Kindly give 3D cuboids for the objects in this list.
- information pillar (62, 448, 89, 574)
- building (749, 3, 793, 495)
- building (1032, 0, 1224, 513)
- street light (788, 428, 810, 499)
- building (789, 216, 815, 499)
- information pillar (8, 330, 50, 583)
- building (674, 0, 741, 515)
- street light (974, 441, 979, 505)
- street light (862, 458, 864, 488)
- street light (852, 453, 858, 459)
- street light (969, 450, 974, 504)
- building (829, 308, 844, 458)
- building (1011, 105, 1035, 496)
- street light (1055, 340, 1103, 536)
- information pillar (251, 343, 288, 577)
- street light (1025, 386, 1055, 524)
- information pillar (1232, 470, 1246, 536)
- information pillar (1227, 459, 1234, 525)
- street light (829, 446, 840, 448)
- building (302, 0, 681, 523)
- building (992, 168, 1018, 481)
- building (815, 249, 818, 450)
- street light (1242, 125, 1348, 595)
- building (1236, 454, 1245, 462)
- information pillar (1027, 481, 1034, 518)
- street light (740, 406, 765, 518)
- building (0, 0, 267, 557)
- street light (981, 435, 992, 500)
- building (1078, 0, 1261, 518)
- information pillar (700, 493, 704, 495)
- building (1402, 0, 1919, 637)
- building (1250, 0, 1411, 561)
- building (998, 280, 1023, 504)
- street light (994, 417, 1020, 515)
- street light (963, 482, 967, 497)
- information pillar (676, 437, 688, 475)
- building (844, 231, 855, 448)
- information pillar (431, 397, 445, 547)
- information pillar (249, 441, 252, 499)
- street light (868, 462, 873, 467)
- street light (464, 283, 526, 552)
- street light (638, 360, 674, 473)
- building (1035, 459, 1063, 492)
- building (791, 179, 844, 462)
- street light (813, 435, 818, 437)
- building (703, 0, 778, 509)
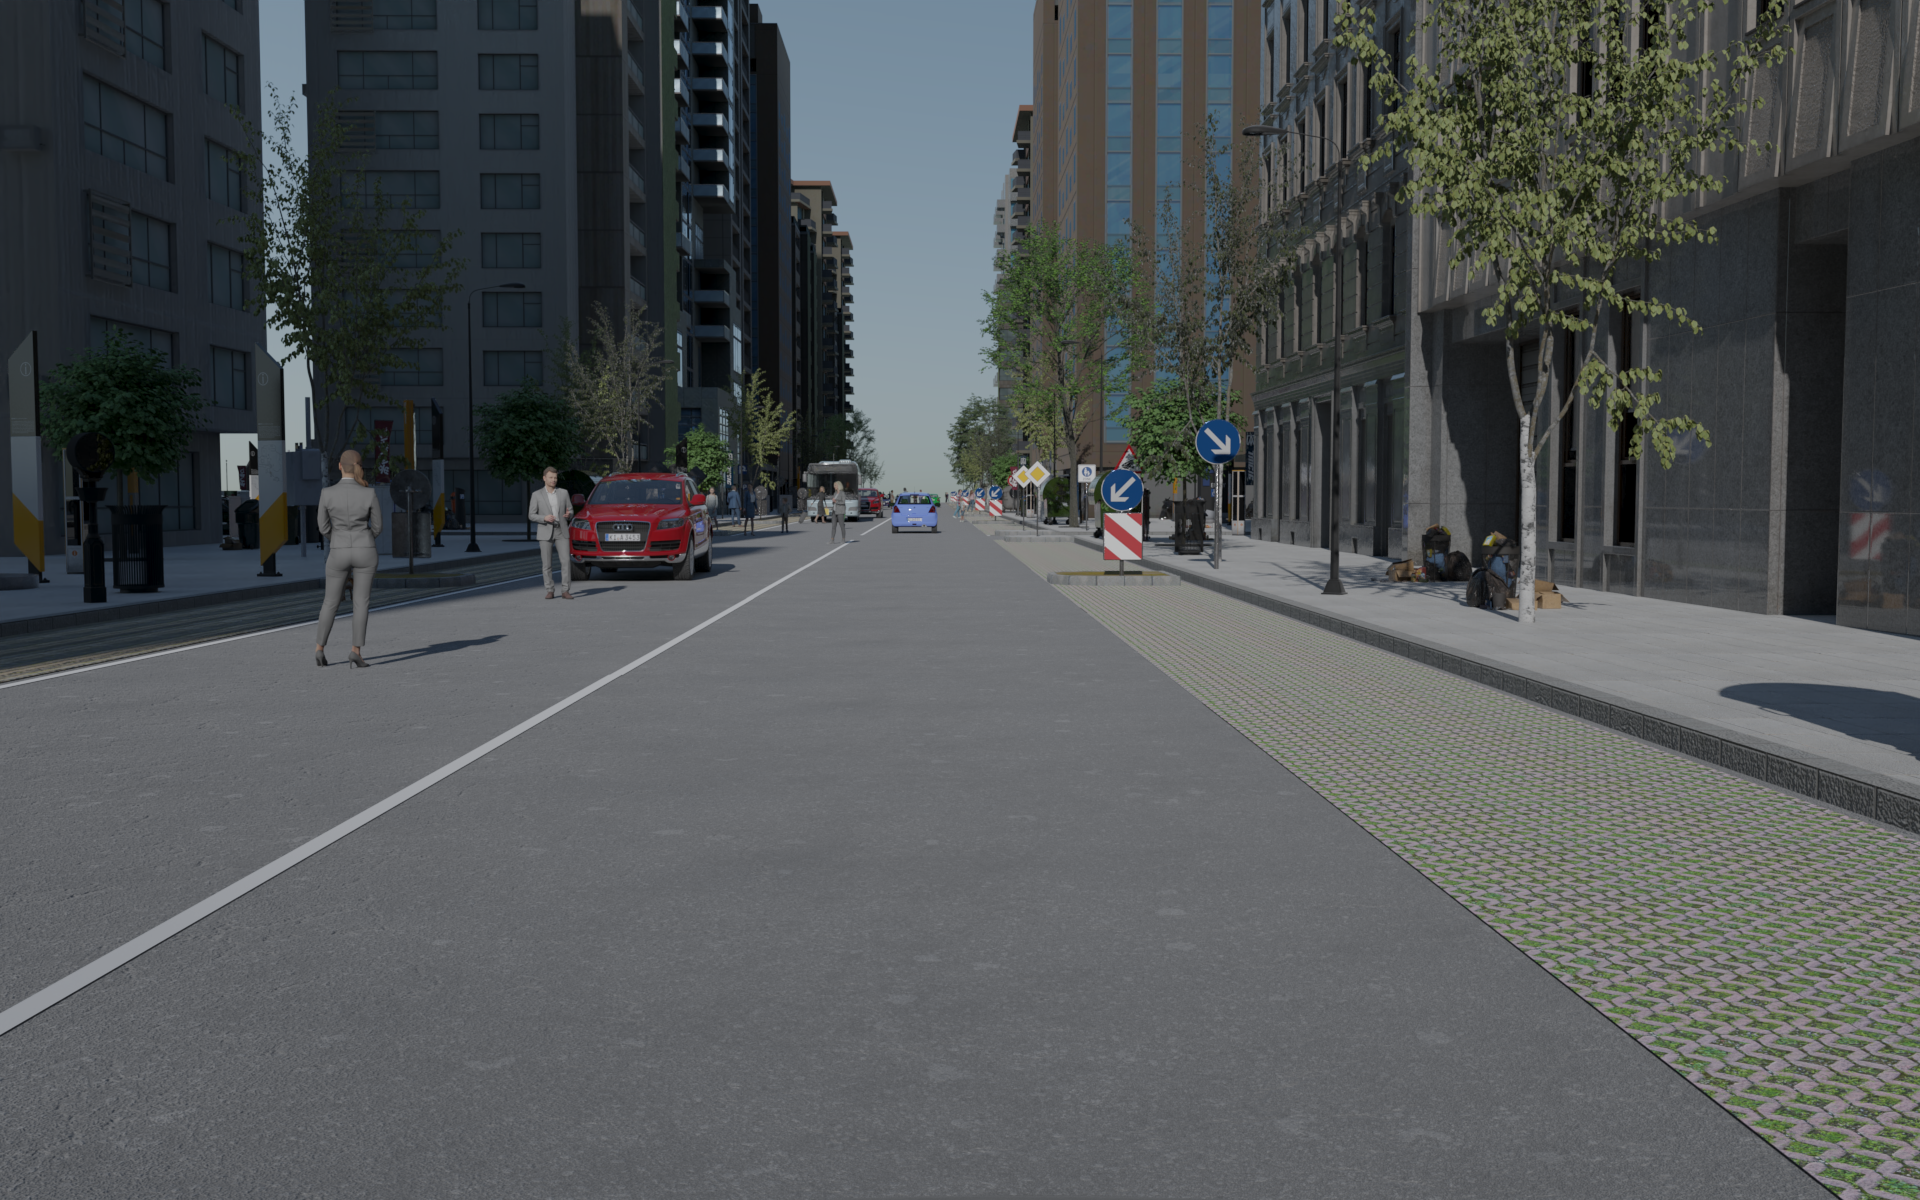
[{"bbox_3d":[-14.129,-1.423,27.762,0.304,2.012,0.304,0,4,4],"label":"information pillar"},{"bbox_3d":[-23.342,-31.368,162.979,14.600,45.320,14.200,0,4,-1],"label":"building"},{"bbox_3d":[13.434,-30.350,146.325,14.600,45.320,14.200,0,4,-1],"label":"building"},{"bbox_3d":[-11.538,-9.140,121.984,1.470,5.913,1.316,0,4,-1],"label":"street light"},{"bbox_3d":[-22.815,-24.877,178.442,14.160,30.474,14.107,0,4,-1],"label":"building"},{"bbox_3d":[-13.416,-2.052,24.905,0.504,3.616,0.183,1,4,19],"label":"information pillar"},{"bbox_3d":[-26.006,-49.226,117.523,22.319,86.520,31.000,0,4,-1],"label":"building"},{"bbox_3d":[2.206,-10.923,151.129,1.470,5.913,1.316,0,4,-1],"label":"street light"},{"bbox_3d":[-12.985,-15.175,220.652,1.470,5.913,1.316,0,4,-1],"label":"street light"},{"bbox_3d":[-12.718,-13.791,198.016,1.470,5.913,1.316,0,4,-1],"label":"street light"},{"bbox_3d":[1.820,-12.775,181.409,1.470,5.913,1.316,0,4,-1],"label":"street light"},{"bbox_3d":[-24.637,-29.766,258.368,14.160,30.474,14.107,0,4,-1],"label":"building"},{"bbox_3d":[17.001,-32.947,193.306,22.147,44.769,28.867,0,4,-1],"label":"building"},{"bbox_3d":[3.735,-4.884,52.395,1.470,5.913,1.316,0,4,-1],"label":"street light"},{"bbox_3d":[-10.667,-2.169,26.820,0.504,3.616,0.183,1,4,20],"label":"information pillar"},{"bbox_3d":[3.471,-6.176,73.511,1.470,5.913,1.316,0,4,-1],"label":"street light"},{"bbox_3d":[8.608,-2.995,53.458,0.304,2.012,0.304,-2,4,-28],"label":"information pillar"},{"bbox_3d":[11.088,-4.861,70.832,0.183,3.616,0.504,2,4,26],"label":"information pillar"},{"bbox_3d":[-12.270,-11.901,167.114,1.470,5.913,1.316,0,4,-1],"label":"street light"},{"bbox_3d":[-21.194,-24.291,80.751,14.154,41.232,14.086,0,4,-1],"label":"building"},{"bbox_3d":[16.217,-38.839,254.622,23.786,49.044,30.456,0,4,-1],"label":"building"},{"bbox_3d":[-23.335,-25.738,192.517,14.160,30.474,14.107,0,4,-1],"label":"building"},{"bbox_3d":[4.252,-3.025,21.993,1.470,5.913,1.316,0,4,-1],"label":"street light"},{"bbox_3d":[26.689,-25.553,72.409,28.867,44.769,22.147,0,4,-1],"label":"building"},{"bbox_3d":[3.747,-5.365,92.205,0.304,2.012,0.304,3,4,38],"label":"information pillar"},{"bbox_3d":[-11.023,-7.288,91.706,1.470,5.913,1.316,0,4,-1],"label":"street light"},{"bbox_3d":[-25.171,-21.841,40.700,14.086,41.232,14.154,0,4,-1],"label":"building"},{"bbox_3d":[2.496,-9.969,135.531,1.470,5.913,1.316,0,4,-1],"label":"street light"},{"bbox_3d":[12.872,-27.318,96.766,14.600,45.320,14.200,0,4,-1],"label":"building"},{"bbox_3d":[-14.504,-6.429,96.476,0.504,3.616,0.183,-2,4,-31],"label":"information pillar"},{"bbox_3d":[14.122,-12.393,20.650,12.078,24.808,19.932,0,4,-1],"label":"building"},{"bbox_3d":[13.098,-11.661,39.816,9.793,20.994,18.267,0,4,-1],"label":"building"},{"bbox_3d":[12.021,-28.175,232.358,14.160,30.474,14.107,0,4,-1],"label":"building"},{"bbox_3d":[2.975,-8.095,104.901,1.470,5.913,1.316,0,4,-1],"label":"street light"},{"bbox_3d":[1.382,-14.627,211.687,1.470,5.913,1.316,0,4,-1],"label":"street light"},{"bbox_3d":[-11.249,-4.819,70.140,0.504,3.616,0.183,0,4,-8],"label":"information pillar"},{"bbox_3d":[-28.451,-38.214,279.426,22.147,44.769,28.867,0,4,-1],"label":"building"},{"bbox_3d":[-12.609,-3.087,41.835,0.183,3.616,0.504,-3,5,-40],"label":"information pillar"},{"bbox_3d":[-31.109,-5.198,76.347,0.183,3.616,0.504,2,4,25],"label":"information pillar"},{"bbox_3d":[-13.463,-17.076,251.738,1.470,5.913,1.316,0,4,-1],"label":"street light"},{"bbox_3d":[-10.241,-4.015,38.181,1.470,5.913,1.316,0,4,-1],"label":"street light"},{"bbox_3d":[-10.605,-5.361,60.189,1.470,5.913,1.316,0,4,-1],"label":"street light"},{"bbox_3d":[16.175,-41.782,121.387,20.563,71.187,20.611,0,4,-1],"label":"building"},{"bbox_3d":[-27.994,-35.533,235.584,22.147,44.769,28.867,0,4,-1],"label":"building"},{"bbox_3d":[-11.849,-10.034,136.599,1.470,5.913,1.316,0,4,-1],"label":"street light"},{"bbox_3d":[-26.032,-43.205,144.661,20.563,71.187,20.611,0,4,-1],"label":"building"}]
